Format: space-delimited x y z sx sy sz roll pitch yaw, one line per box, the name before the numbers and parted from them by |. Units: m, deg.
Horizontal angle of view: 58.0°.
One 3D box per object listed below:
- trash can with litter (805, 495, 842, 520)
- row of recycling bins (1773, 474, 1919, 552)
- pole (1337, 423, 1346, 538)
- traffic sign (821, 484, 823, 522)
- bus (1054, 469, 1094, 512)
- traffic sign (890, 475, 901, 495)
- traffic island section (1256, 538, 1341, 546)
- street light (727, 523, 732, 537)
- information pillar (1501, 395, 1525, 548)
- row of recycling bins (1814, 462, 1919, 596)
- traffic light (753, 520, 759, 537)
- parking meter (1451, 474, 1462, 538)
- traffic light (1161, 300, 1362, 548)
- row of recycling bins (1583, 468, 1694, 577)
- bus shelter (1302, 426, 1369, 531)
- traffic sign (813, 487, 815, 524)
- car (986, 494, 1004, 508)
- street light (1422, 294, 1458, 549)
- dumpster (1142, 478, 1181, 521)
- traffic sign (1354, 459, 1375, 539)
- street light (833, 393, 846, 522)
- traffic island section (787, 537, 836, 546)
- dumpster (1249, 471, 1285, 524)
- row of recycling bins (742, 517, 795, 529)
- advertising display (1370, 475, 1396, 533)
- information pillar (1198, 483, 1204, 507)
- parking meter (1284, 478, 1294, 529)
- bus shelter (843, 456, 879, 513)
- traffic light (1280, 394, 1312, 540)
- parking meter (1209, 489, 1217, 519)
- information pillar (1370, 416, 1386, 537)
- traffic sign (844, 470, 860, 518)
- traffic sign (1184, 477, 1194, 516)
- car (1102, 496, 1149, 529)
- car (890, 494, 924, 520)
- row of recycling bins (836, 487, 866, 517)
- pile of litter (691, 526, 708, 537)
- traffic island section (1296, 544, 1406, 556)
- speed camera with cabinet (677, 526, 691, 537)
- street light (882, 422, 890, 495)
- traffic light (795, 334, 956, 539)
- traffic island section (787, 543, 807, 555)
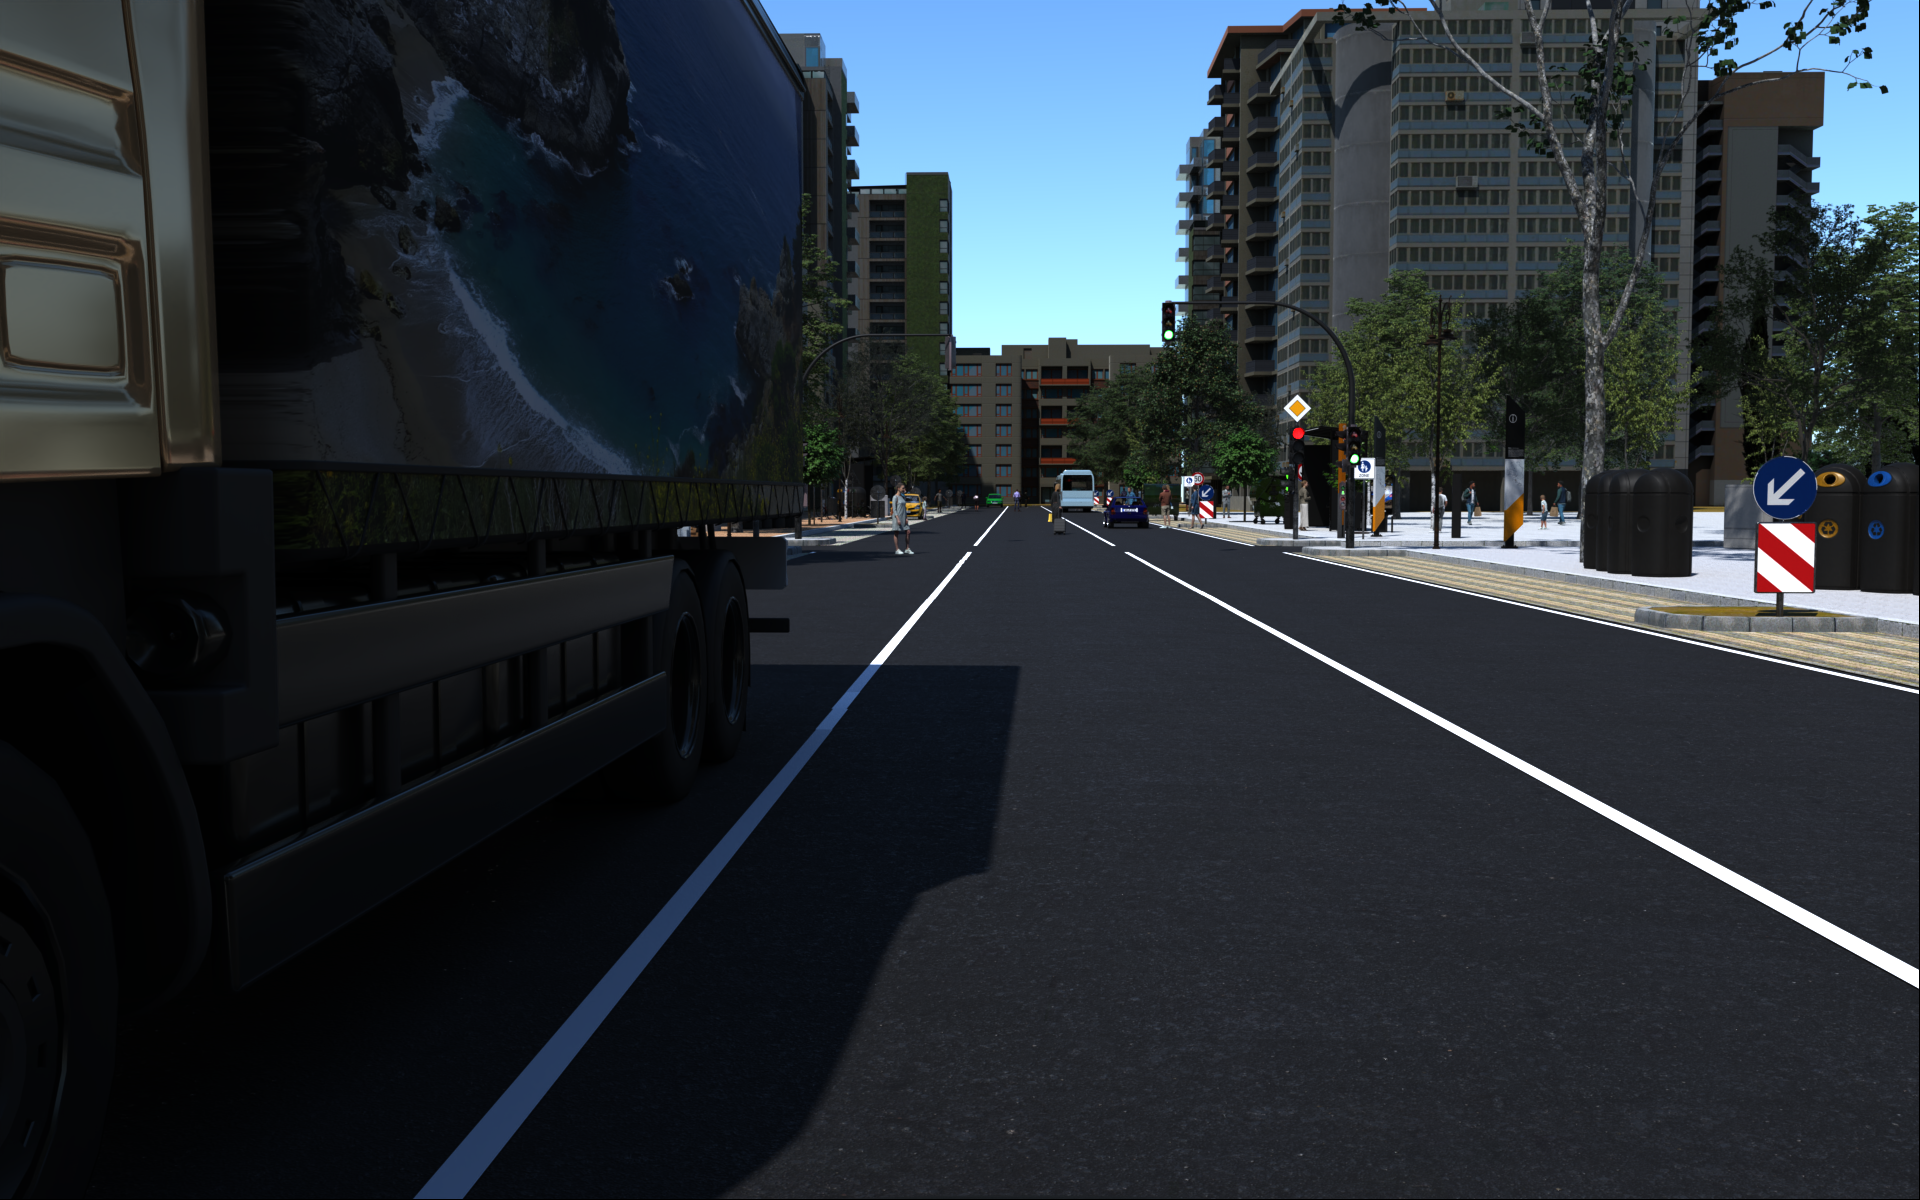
trash can with litter | -6.798 -4.633 86.811 2.233 1.210 1.678 -2 4 -23
row of recycling bins | 20.700 -2.065 40.871 3.534 1.692 1.069 0 4 -3
pole | 11.051 -3.442 50.123 0.158 3.312 0.155 0 3 0
traffic sign | -6.296 -4.808 78.722 0.768 2.556 0.104 1 4 9
bus | 9.164 -8.831 139.240 2.948 3.499 13.247 0 4 1
traffic sign | -4.279 -7.039 115.185 0.768 2.556 0.104 0 4 5
traffic island section | 9.504 -1.631 48.955 2.009 0.180 2.903 0 4 2
street light | -6.705 -4.732 50.149 0.468 5.910 1.993 0 4 2
information pillar | 13.092 -3.032 40.928 0.504 3.616 0.183 -1 4 -16
row of recycling bins | 12.327 -0.922 22.186 1.069 1.692 3.534 -1 4 -18
traffic light | -4.858 -3.205 41.317 0.839 4.253 0.868 0 4 2
parking meter | 14.496 -2.743 50.560 0.255 1.863 0.399 1 4 15
traffic light | 7.102 -4.044 40.790 4.771 5.953 1.251 0 4 2
row of recycling bins | 11.018 -1.298 28.332 1.069 1.692 3.534 0 4 5
bus shelter | 13.356 -4.366 62.661 1.731 3.624 6.357 0 4 2
traffic sign | -6.193 -4.368 73.543 0.606 2.300 0.079 0 4 7
car | 3.712 -10.795 185.294 1.959 1.807 4.718 0 4 1
street light | 11.130 -4.129 40.294 0.468 5.910 1.993 0 4 2
dumpster | 10.704 -5.337 92.208 1.985 2.255 1.502 0 4 1
traffic sign | 11.451 -2.874 49.126 0.606 2.300 0.079 0 4 6
street light | -5.529 -6.534 79.612 0.468 5.910 1.993 0 4 2
traffic island section | -4.629 -1.661 49.433 2.009 0.180 2.903 0 4 2
dumpster | 13.203 -4.356 73.715 1.502 2.255 1.985 0 4 2
row of recycling bins | -7.184 -3.512 64.527 1.069 1.692 3.534 1 4 23
advertising display | 14.177 -3.235 58.113 0.123 1.923 0.974 -3 4 -36
information pillar | 16.307 -6.888 117.116 0.304 2.012 0.304 2 4 31
parking meter | 12.037 -3.514 63.169 0.399 1.863 0.255 -3 5 -39
bus shelter | -6.264 -7.248 109.780 1.731 3.624 6.357 0 4 2
traffic light | 9.464 -3.665 48.842 0.839 4.253 0.868 0 4 2
parking meter | 13.095 -4.973 89.722 0.372 1.533 0.369 0 3 0
information pillar | 12.580 -3.709 52.002 0.504 3.616 0.183 -3 5 -40
traffic sign | -5.736 -5.639 92.203 0.884 2.594 0.081 1 4 10
traffic sign | 13.172 -5.957 99.518 0.606 2.300 0.079 1 4 11
car | 7.029 -3.720 73.410 1.945 1.354 3.894 0 4 1
car | -2.898 -5.321 97.224 2.015 1.641 3.980 0 4 3
row of recycling bins | -6.218 -5.645 99.413 1.069 1.692 3.534 -1 4 -21
pile of litter | -7.895 -2.247 50.708 1.176 0.858 1.719 -1 4 -22
traffic island section | 9.236 -1.143 40.974 2.009 0.180 2.903 0 4 2
speed camera with cabinet | -7.530 -2.886 41.519 2.038 3.252 0.660 -1 4 -19
street light | -4.603 -8.336 109.083 0.468 5.910 1.993 0 4 2
traffic light | -2.496 -4.562 49.262 4.771 5.953 1.251 0 4 2
traffic island section | -4.898 -1.173 41.453 2.009 0.180 2.903 0 4 2
